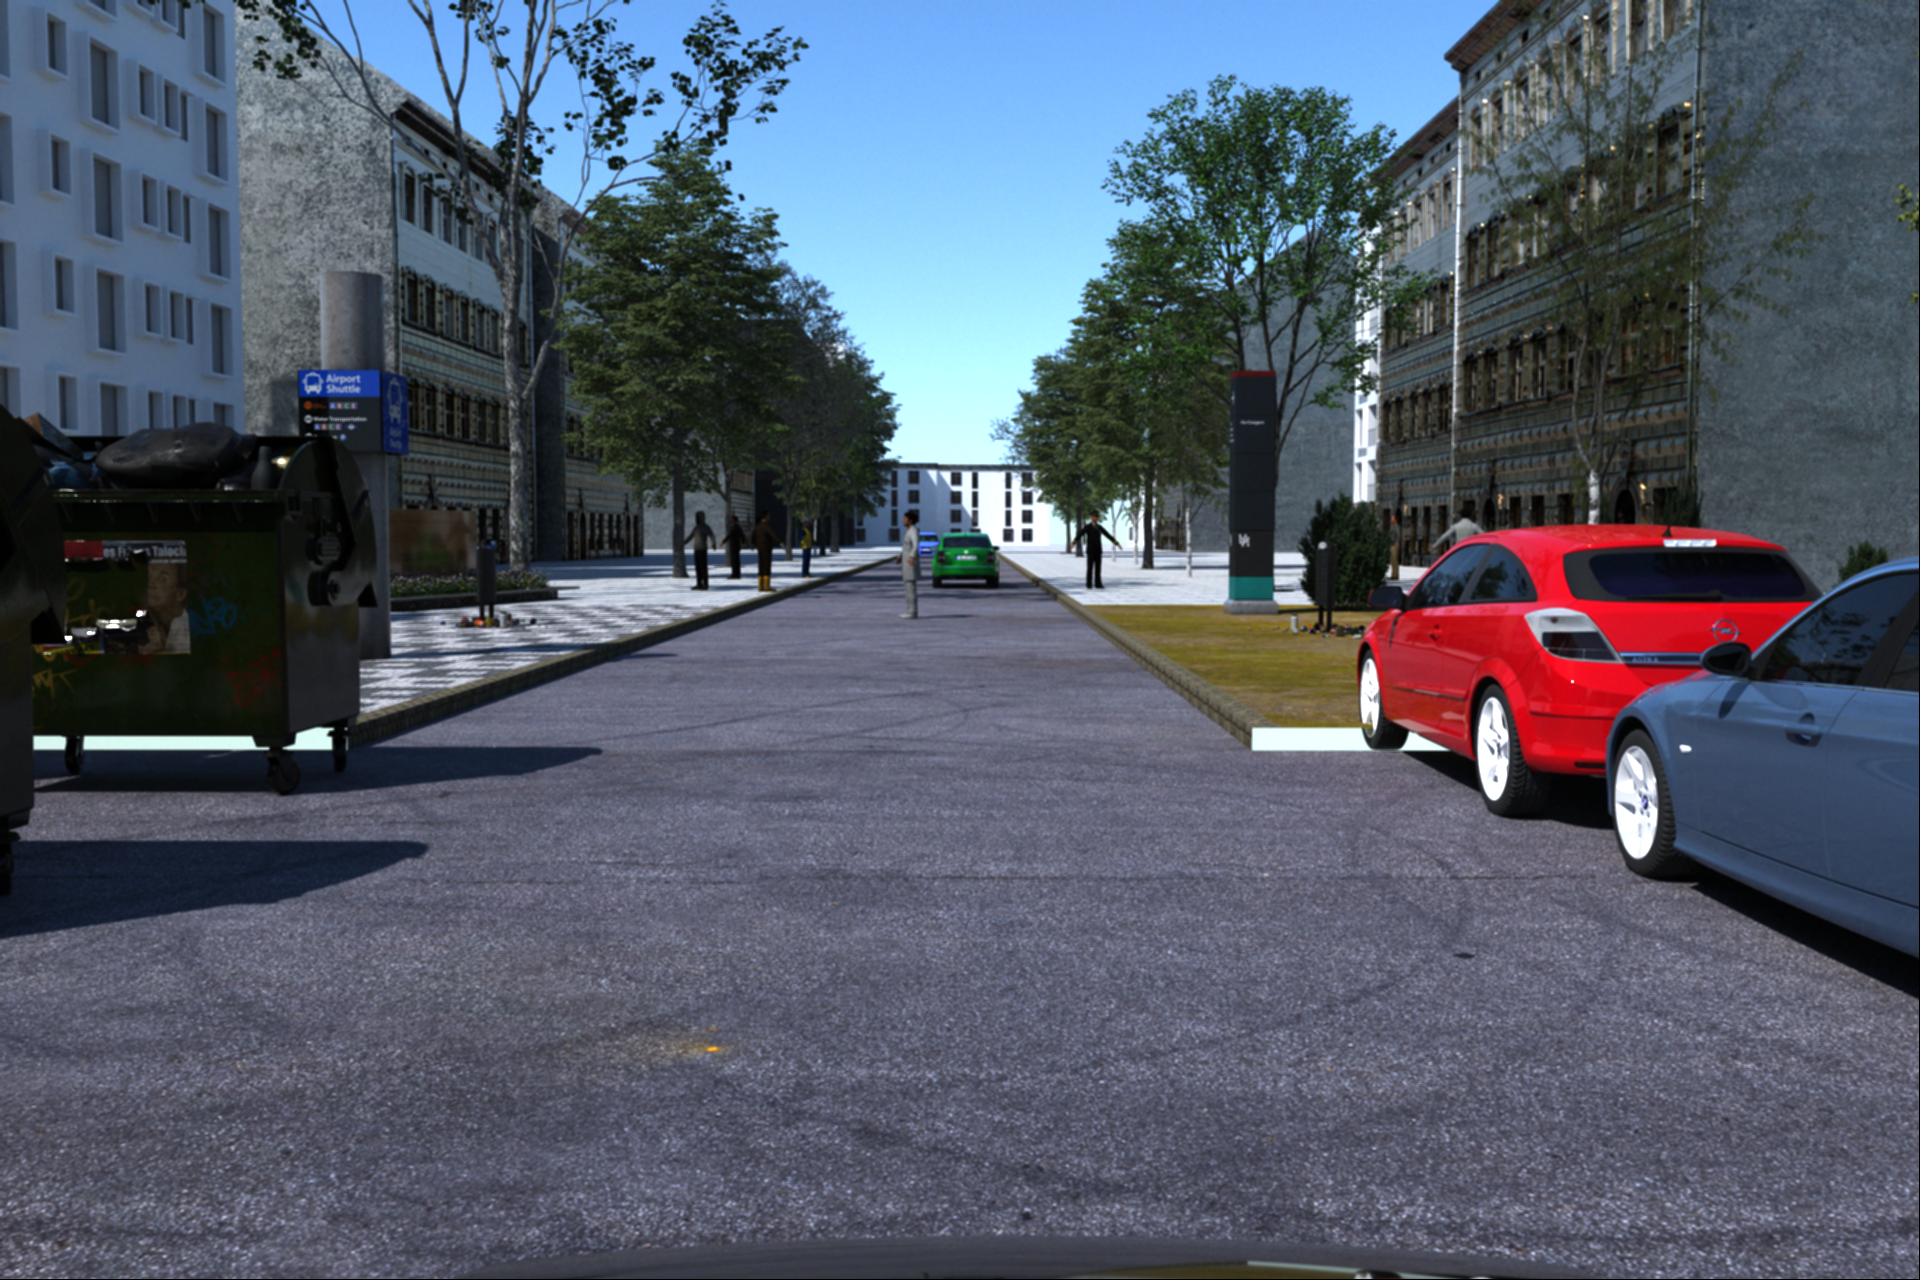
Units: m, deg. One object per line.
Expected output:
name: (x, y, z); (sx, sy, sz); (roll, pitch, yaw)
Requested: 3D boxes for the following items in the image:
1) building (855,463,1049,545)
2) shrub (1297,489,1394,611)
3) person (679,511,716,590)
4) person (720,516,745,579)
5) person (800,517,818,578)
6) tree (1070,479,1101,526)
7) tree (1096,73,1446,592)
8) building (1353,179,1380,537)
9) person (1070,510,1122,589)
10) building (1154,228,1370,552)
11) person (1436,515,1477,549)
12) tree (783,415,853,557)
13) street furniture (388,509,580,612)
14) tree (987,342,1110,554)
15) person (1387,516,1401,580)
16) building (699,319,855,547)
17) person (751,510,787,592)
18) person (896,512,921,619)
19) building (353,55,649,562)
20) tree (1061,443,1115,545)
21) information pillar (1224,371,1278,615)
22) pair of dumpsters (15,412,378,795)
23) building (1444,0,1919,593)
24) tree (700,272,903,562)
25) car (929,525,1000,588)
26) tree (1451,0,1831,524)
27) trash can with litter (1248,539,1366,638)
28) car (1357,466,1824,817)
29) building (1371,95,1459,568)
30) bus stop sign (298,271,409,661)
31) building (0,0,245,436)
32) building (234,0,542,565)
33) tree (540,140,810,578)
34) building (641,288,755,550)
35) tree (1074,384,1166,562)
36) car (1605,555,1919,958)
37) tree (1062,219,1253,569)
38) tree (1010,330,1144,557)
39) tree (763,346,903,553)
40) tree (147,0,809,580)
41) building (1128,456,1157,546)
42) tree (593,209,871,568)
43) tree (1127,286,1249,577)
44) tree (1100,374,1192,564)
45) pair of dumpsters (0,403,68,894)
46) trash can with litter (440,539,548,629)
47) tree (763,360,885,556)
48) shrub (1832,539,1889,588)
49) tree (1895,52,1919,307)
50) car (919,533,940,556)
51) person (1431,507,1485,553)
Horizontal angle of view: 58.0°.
building: (-3.236, -15.960, 205.546); (28.070, 9.664, 9.099); (0, 4, -7)
shrub: (6.422, -1.499, 28.920); (1.690, 2.028, 1.600); (0, 3, 0)
person: (-5.965, -2.054, 39.714); (0.705, 1.813, 1.348); (-3, 5, -45)
person: (-6.446, -2.643, 49.445); (0.704, 1.802, 1.346); (1, 4, 21)
person: (-4.406, -2.696, 50.549); (0.721, 1.772, 1.216); (1, 4, 14)
tree: (14.749, -15.385, 201.902); (4.737, 8.622, 4.395); (0, 3, 0)
tree: (6.887, -6.901, 38.591); (9.928, 11.665, 9.643); (0, 3, 0)
building: (26.127, -14.342, 90.909); (16.016, 20.090, 11.380); (0, 4, 0)
person: (3.162, -2.121, 40.615); (1.347, 1.837, 0.705); (-1, 4, -22)
building: (25.441, -18.527, 133.840); (19.493, 23.208, 18.063); (0, 3, 0)
person: (12.571, -2.273, 43.294); (1.347, 1.817, 0.704); (2, 4, 27)
tree: (-7.948, -8.853, 95.108); (4.737, 8.622, 4.395); (0, 3, 0)
street furniture: (-10.622, -1.558, 32.331); (9.812, 1.723, 11.010); (1, 4, 14)
tree: (6.932, -12.328, 111.934); (12.009, 13.543, 11.850); (0, 3, 0)
person: (12.109, -2.574, 48.352); (0.705, 1.796, 1.348); (0, 4, 0)
building: (-26.093, -20.620, 181.111); (27.936, 21.610, 32.646); (0, 4, 1)
person: (-4.321, -1.985, 38.599); (0.704, 1.812, 1.346); (-3, 5, -40)
person: (-0.869, -1.271, 29.419); (0.705, 1.806, 1.347); (-1, 4, -11)
building: (-27.460, -15.788, 89.057); (19.493, 23.208, 18.063); (0, 4, 1)
tree: (15.418, -17.809, 209.299); (7.486, 12.596, 7.792); (0, 3, 0)
information pillar: (4.690, -2.352, 27.826); (0.750, 3.857, 0.750); (0, 4, 0)
pair of dumpsters: (-5.753, -0.301, 9.877); (4.436, 2.255, 1.574); (0, 4, 1)
building: (25.042, -13.150, 45.927); (19.493, 23.208, 18.063); (0, 4, 0)
tree: (-7.907, -10.434, 80.965); (12.009, 13.543, 11.850); (0, 3, 0)
car: (0.132, -2.363, 47.427); (1.959, 1.807, 4.718); (0, 4, -1)
tree: (7.512, -4.322, 21.021); (4.360, 8.622, 3.978); (0, 3, 0)
trash can with litter: (4.686, -0.688, 22.309); (1.678, 1.210, 2.233); (0, 4, 0)
car: (3.603, -0.074, 10.251); (2.155, 1.783, 4.494); (0, 4, 0)
building: (26.913, -14.261, 64.096); (19.493, 23.208, 18.063); (0, 4, 0)
bus stop sign: (-6.186, -1.756, 17.730); (0.837, 3.901, 0.837); (0, 3, 0)
building: (-26.476, -11.143, 38.602); (16.016, 20.090, 11.380); (0, 4, 0)
building: (-28.704, -14.578, 69.277); (19.493, 23.208, 18.063); (0, 4, 1)
tree: (-8.157, -8.065, 49.988); (7.486, 12.596, 7.792); (0, 3, 0)
building: (-28.002, -19.414, 148.350); (19.493, 23.208, 18.063); (0, 4, 0)
tree: (6.907, -7.921, 79.872); (4.360, 8.622, 3.978); (0, 3, 0)
car: (3.671, 0.383, 5.748); (2.014, 1.417, 4.499); (0, 4, 1)
tree: (7.153, -8.863, 63.030); (7.486, 12.596, 7.792); (0, 3, 0)
tree: (6.686, -10.870, 95.856); (7.486, 12.596, 7.792); (0, 3, 0)
tree: (-8.594, -12.863, 116.969); (9.857, 13.997, 8.962); (0, 3, 0)
tree: (-9.420, -10.876, 33.713); (12.611, 20.169, 13.585); (0, 3, 0)
building: (23.242, -14.612, 181.058); (9.099, 9.664, 28.070); (0, 4, 1)
tree: (-9.004, -9.545, 66.430); (12.009, 13.543, 11.850); (0, 3, 0)
tree: (6.821, -6.188, 51.530); (4.360, 8.622, 3.978); (0, 3, 0)
tree: (7.376, -7.508, 73.116); (4.360, 8.622, 3.978); (0, 3, 0)
pair of dumpsters: (-5.809, -0.082, 6.291); (4.436, 2.255, 1.574); (0, 4, 0)
trash can with litter: (-6.493, -0.822, 24.504); (1.678, 1.210, 2.233); (0, 4, -1)
tree: (-8.197, -10.849, 103.134); (9.928, 11.665, 9.643); (0, 3, 0)
shrub: (13.672, -0.918, 26.121); (1.383, 1.207, 1.383); (0, 3, 0)
tree: (14.848, -4.473, 23.504); (4.737, 8.622, 4.395); (0, 3, 0)
car: (-1.966, -5.726, 103.203); (1.945, 1.707, 3.694); (0, 3, 0)
person: (9.988, -1.715, 34.226); (1.347, 1.806, 0.705); (1, 4, 21)
